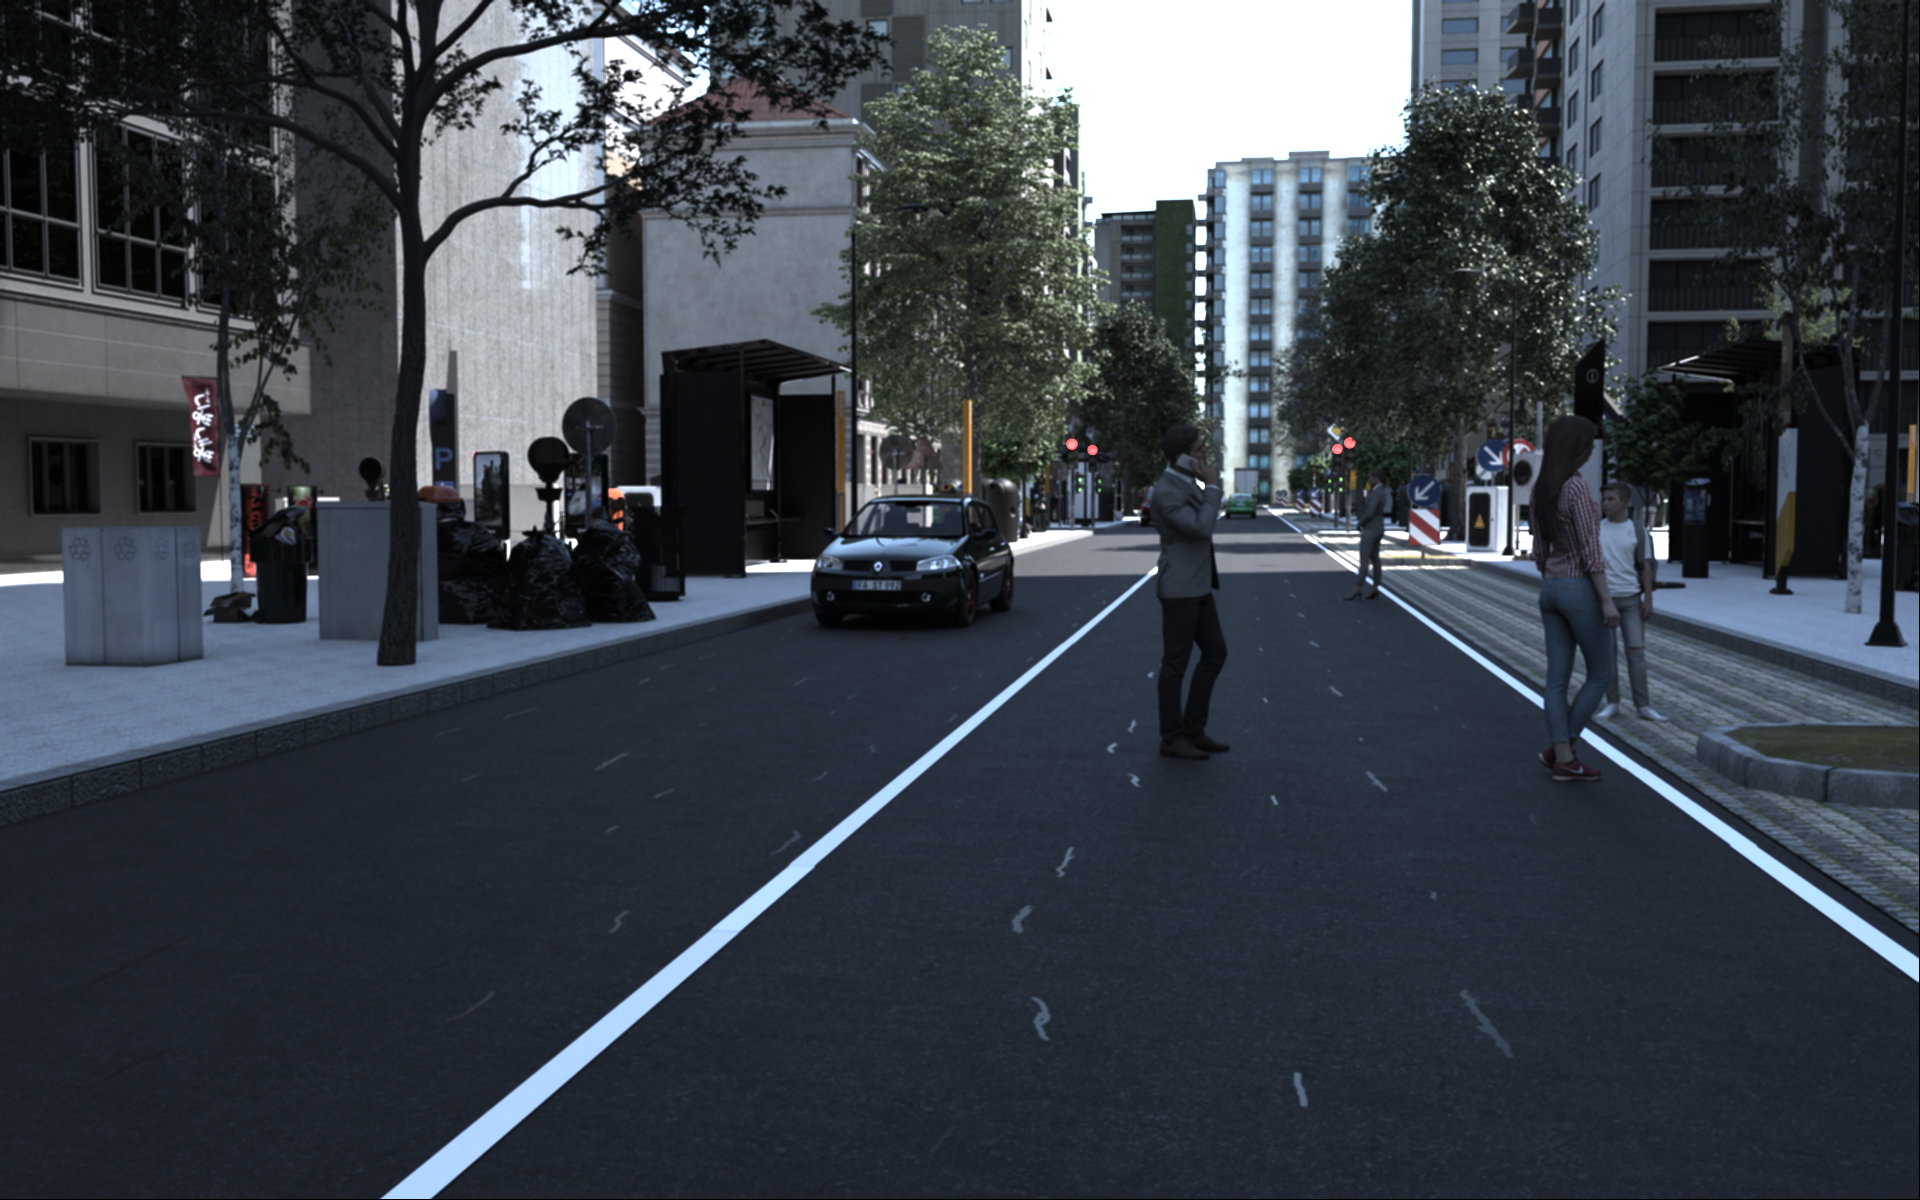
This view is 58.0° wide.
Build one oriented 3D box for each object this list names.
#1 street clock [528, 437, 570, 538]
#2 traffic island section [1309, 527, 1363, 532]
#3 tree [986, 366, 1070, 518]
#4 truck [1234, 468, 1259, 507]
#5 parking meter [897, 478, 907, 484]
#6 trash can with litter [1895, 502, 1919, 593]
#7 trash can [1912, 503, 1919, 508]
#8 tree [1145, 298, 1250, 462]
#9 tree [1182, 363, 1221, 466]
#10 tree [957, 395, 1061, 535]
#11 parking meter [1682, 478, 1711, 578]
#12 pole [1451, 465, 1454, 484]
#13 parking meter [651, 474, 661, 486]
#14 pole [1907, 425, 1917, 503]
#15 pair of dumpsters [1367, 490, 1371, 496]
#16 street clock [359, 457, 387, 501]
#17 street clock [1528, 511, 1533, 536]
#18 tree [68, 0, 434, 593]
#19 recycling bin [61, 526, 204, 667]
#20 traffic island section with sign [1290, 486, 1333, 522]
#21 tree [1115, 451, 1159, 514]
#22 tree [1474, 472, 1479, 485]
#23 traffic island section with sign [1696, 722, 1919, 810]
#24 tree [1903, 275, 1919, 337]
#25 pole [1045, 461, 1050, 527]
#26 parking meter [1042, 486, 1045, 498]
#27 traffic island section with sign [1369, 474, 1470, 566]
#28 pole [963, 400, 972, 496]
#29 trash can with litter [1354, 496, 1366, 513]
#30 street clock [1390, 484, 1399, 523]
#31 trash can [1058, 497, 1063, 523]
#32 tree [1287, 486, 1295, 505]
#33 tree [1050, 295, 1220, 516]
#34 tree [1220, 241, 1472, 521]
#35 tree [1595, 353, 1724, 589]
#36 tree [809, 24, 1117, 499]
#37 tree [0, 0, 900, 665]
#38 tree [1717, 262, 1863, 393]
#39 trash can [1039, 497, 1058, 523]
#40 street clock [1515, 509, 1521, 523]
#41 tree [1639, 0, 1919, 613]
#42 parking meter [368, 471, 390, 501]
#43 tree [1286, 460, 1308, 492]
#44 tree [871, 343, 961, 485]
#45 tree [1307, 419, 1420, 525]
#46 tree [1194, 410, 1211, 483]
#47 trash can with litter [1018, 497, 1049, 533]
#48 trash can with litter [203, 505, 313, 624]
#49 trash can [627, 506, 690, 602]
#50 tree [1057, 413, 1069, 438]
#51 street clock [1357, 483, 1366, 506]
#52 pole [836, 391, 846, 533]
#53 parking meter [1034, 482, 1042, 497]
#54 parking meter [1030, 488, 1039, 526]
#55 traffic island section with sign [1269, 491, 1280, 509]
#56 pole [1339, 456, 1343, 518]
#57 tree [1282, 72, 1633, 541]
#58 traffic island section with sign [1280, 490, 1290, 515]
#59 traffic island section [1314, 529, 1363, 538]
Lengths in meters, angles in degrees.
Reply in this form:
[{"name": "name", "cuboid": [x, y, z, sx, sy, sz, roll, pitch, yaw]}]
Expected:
[{"name": "street clock", "cuboid": [-5.223, -1.068, 22.035, 0.471, 2.002, 0.358, -2, 4, -35]}, {"name": "traffic island section", "cuboid": [14.309, -2.662, 65.808, 2.009, 0.180, 2.903, 1, 4, 9]}, {"name": "tree", "cuboid": [3.514, -8.687, 92.389, 4.737, 8.622, 4.395, 0, 3, 0]}, {"name": "truck", "cuboid": [31.892, -12.479, 192.947, 2.839, 4.237, 11.283, 1, 4, 10]}, {"name": "parking meter", "cuboid": [-2.111, -3.400, 61.305, 0.399, 1.863, 0.255, -2, 4, -33]}, {"name": "trash can with litter", "cuboid": [12.667, -0.695, 22.751, 0.624, 1.170, 1.055, 0, 4, -8]}, {"name": "trash can", "cuboid": [16.204, -1.050, 28.828, 0.748, 1.137, 0.748, 0, 3, 0]}, {"name": "tree", "cuboid": [21.501, -19.018, 166.836, 12.611, 20.169, 13.585, 0, 3, 0]}, {"name": "tree", "cuboid": [15.872, -13.978, 138.908, 12.009, 13.543, 11.850, 0, 3, 0]}, {"name": "tree", "cuboid": [1.517, -4.337, 54.626, 4.285, 4.588, 4.351, 0, 3, 0]}, {"name": "parking meter", "cuboid": [11.286, -1.109, 26.541, 0.372, 1.533, 0.369, 0, 3, 0]}, {"name": "pole", "cuboid": [34.563, -7.813, 121.591, 0.158, 3.312, 0.155, 0, 3, 0]}, {"name": "parking meter", "cuboid": [-8.990, -2.801, 51.514, 0.399, 1.863, 0.255, 2, 4, 26]}, {"name": "pole", "cuboid": [27.992, -3.494, 50.967, 0.158, 3.312, 0.155, 0, 3, 0]}, {"name": "pair of dumpsters", "cuboid": [27.478, -6.756, 112.957, 1.574, 2.255, 4.437, 1, 4, 10]}, {"name": "street clock", "cuboid": [-11.591, -1.814, 34.229, 0.471, 2.002, 0.358, 0, 4, 7]}, {"name": "street clock", "cuboid": [17.681, -2.993, 53.502, 0.471, 2.002, 0.358, 1, 4, 20]}, {"name": "tree", "cuboid": [-8.930, -4.366, 21.754, 4.360, 8.622, 3.978, 0, 3, 0]}, {"name": "recycling bin", "cuboid": [-6.310, -0.041, 13.231, 0.722, 1.027, 0.722, 1, 4, 9]}, {"name": "traffic island section with sign", "cuboid": [18.343, -4.982, 90.075, 1.989, 1.847, 2.006, 1, 4, 9]}, {"name": "tree", "cuboid": [11.669, -7.871, 112.412, 4.285, 4.588, 4.351, 0, 3, 0]}, {"name": "tree", "cuboid": [35.313, -7.505, 117.311, 1.663, 3.219, 1.824, 0, 3, 0]}, {"name": "traffic island section with sign", "cuboid": [4.852, 0.000, 8.635, 1.989, 1.847, 2.006, 1, 4, 9]}, {"name": "tree", "cuboid": [19.232, -4.913, 30.689, 4.737, 8.622, 4.395, 0, 3, 0]}, {"name": "pole", "cuboid": [3.400, -4.488, 67.214, 0.158, 3.312, 0.155, 0, 3, 0]}, {"name": "parking meter", "cuboid": [6.073, -7.443, 127.396, 0.255, 1.863, 0.399, 1, 4, 15]}, {"name": "traffic island section with sign", "cuboid": [9.254, -1.627, 35.230, 1.989, 1.847, 2.006, 1, 4, 9]}, {"name": "pole", "cuboid": [0.156, -2.680, 37.657, 0.158, 3.312, 0.155, 0, 3, 0]}, {"name": "trash can with litter", "cuboid": [27.770, -6.653, 120.157, 0.624, 1.170, 1.055, -3, 5, -43]}, {"name": "street clock", "cuboid": [18.957, -4.344, 75.598, 0.358, 2.002, 0.471, 3, 4, 37]}, {"name": "trash can", "cuboid": [4.344, -4.074, 78.265, 0.748, 1.137, 0.748, 0, 3, 0]}, {"name": "tree", "cuboid": [41.144, -13.345, 212.785, 1.663, 3.219, 1.824, 0, 3, 0]}, {"name": "tree", "cuboid": [9.657, -11.207, 100.244, 9.611, 12.733, 9.660, 0, 3, 0]}, {"name": "tree", "cuboid": [19.301, -10.529, 82.513, 12.009, 13.543, 11.850, 0, 3, 0]}, {"name": "tree", "cuboid": [9.634, -1.791, 23.890, 1.663, 3.219, 1.824, 0, 3, 0]}, {"name": "tree", "cuboid": [0.102, -7.638, 43.012, 7.486, 12.596, 7.792, 0, 3, 0]}, {"name": "tree", "cuboid": [-3.910, -4.795, 12.810, 7.601, 10.594, 8.767, -1, 4, -17]}, {"name": "tree", "cuboid": [25.542, -6.286, 53.142, 4.737, 8.622, 4.395, 0, 3, 0]}, {"name": "trash can", "cuboid": [3.705, -3.951, 76.246, 0.748, 1.137, 0.748, 0, 3, 0]}, {"name": "street clock", "cuboid": [25.136, -4.493, 78.024, 0.358, 2.002, 0.471, -3, 4, -38]}, {"name": "tree", "cuboid": [9.659, -4.177, 18.654, 4.360, 8.622, 3.978, 0, 3, 0]}, {"name": "parking meter", "cuboid": [-12.333, -1.900, 36.782, 0.399, 1.863, 0.255, 1, 4, 13]}, {"name": "tree", "cuboid": [27.453, -9.055, 131.770, 4.285, 4.588, 4.351, 0, 3, 0]}, {"name": "tree", "cuboid": [-1.953, -7.726, 76.684, 4.737, 8.622, 4.395, 0, 3, 0]}, {"name": "tree", "cuboid": [17.523, -5.374, 71.587, 4.285, 4.588, 4.351, 0, 3, 0]}, {"name": "tree", "cuboid": [23.438, -16.367, 185.728, 7.486, 12.596, 7.792, 0, 3, 0]}, {"name": "trash can with litter", "cuboid": [2.382, -2.801, 57.186, 1.055, 1.170, 0.624, 1, 4, 21]}, {"name": "trash can with litter", "cuboid": [-7.014, -0.359, 17.259, 1.055, 1.170, 0.624, 0, 4, 5]}, {"name": "trash can", "cuboid": [-3.613, -0.561, 20.819, 0.748, 1.137, 0.748, 0, 3, 0]}, {"name": "tree", "cuboid": [9.480, -11.080, 131.514, 4.360, 8.622, 3.978, 0, 3, 0]}, {"name": "street clock", "cuboid": [21.160, -5.305, 91.312, 0.358, 2.002, 0.471, -1, 4, -22]}, {"name": "pole", "cuboid": [-2.367, -2.481, 34.407, 0.158, 3.312, 0.155, 0, 3, 0]}, {"name": "parking meter", "cuboid": [3.791, -4.939, 86.463, 0.255, 1.863, 0.399, -1, 4, -14]}, {"name": "parking meter", "cuboid": [3.003, -3.748, 69.684, 0.372, 1.533, 0.369, 0, 3, 0]}, {"name": "traffic island section with sign", "cuboid": [30.953, -9.637, 166.198, 1.989, 1.847, 2.006, 1, 4, 9]}, {"name": "pole", "cuboid": [20.508, -6.078, 93.216, 0.158, 3.312, 0.155, 0, 3, 0]}, {"name": "tree", "cuboid": [13.703, -7.982, 47.507, 9.611, 12.733, 9.660, 0, 3, 0]}, {"name": "traffic island section with sign", "cuboid": [22.755, -6.608, 116.668, 1.989, 1.847, 2.006, 1, 4, 9]}, {"name": "traffic island section", "cuboid": [13.004, -2.180, 57.930, 2.009, 0.180, 2.903, 1, 4, 9]}]
